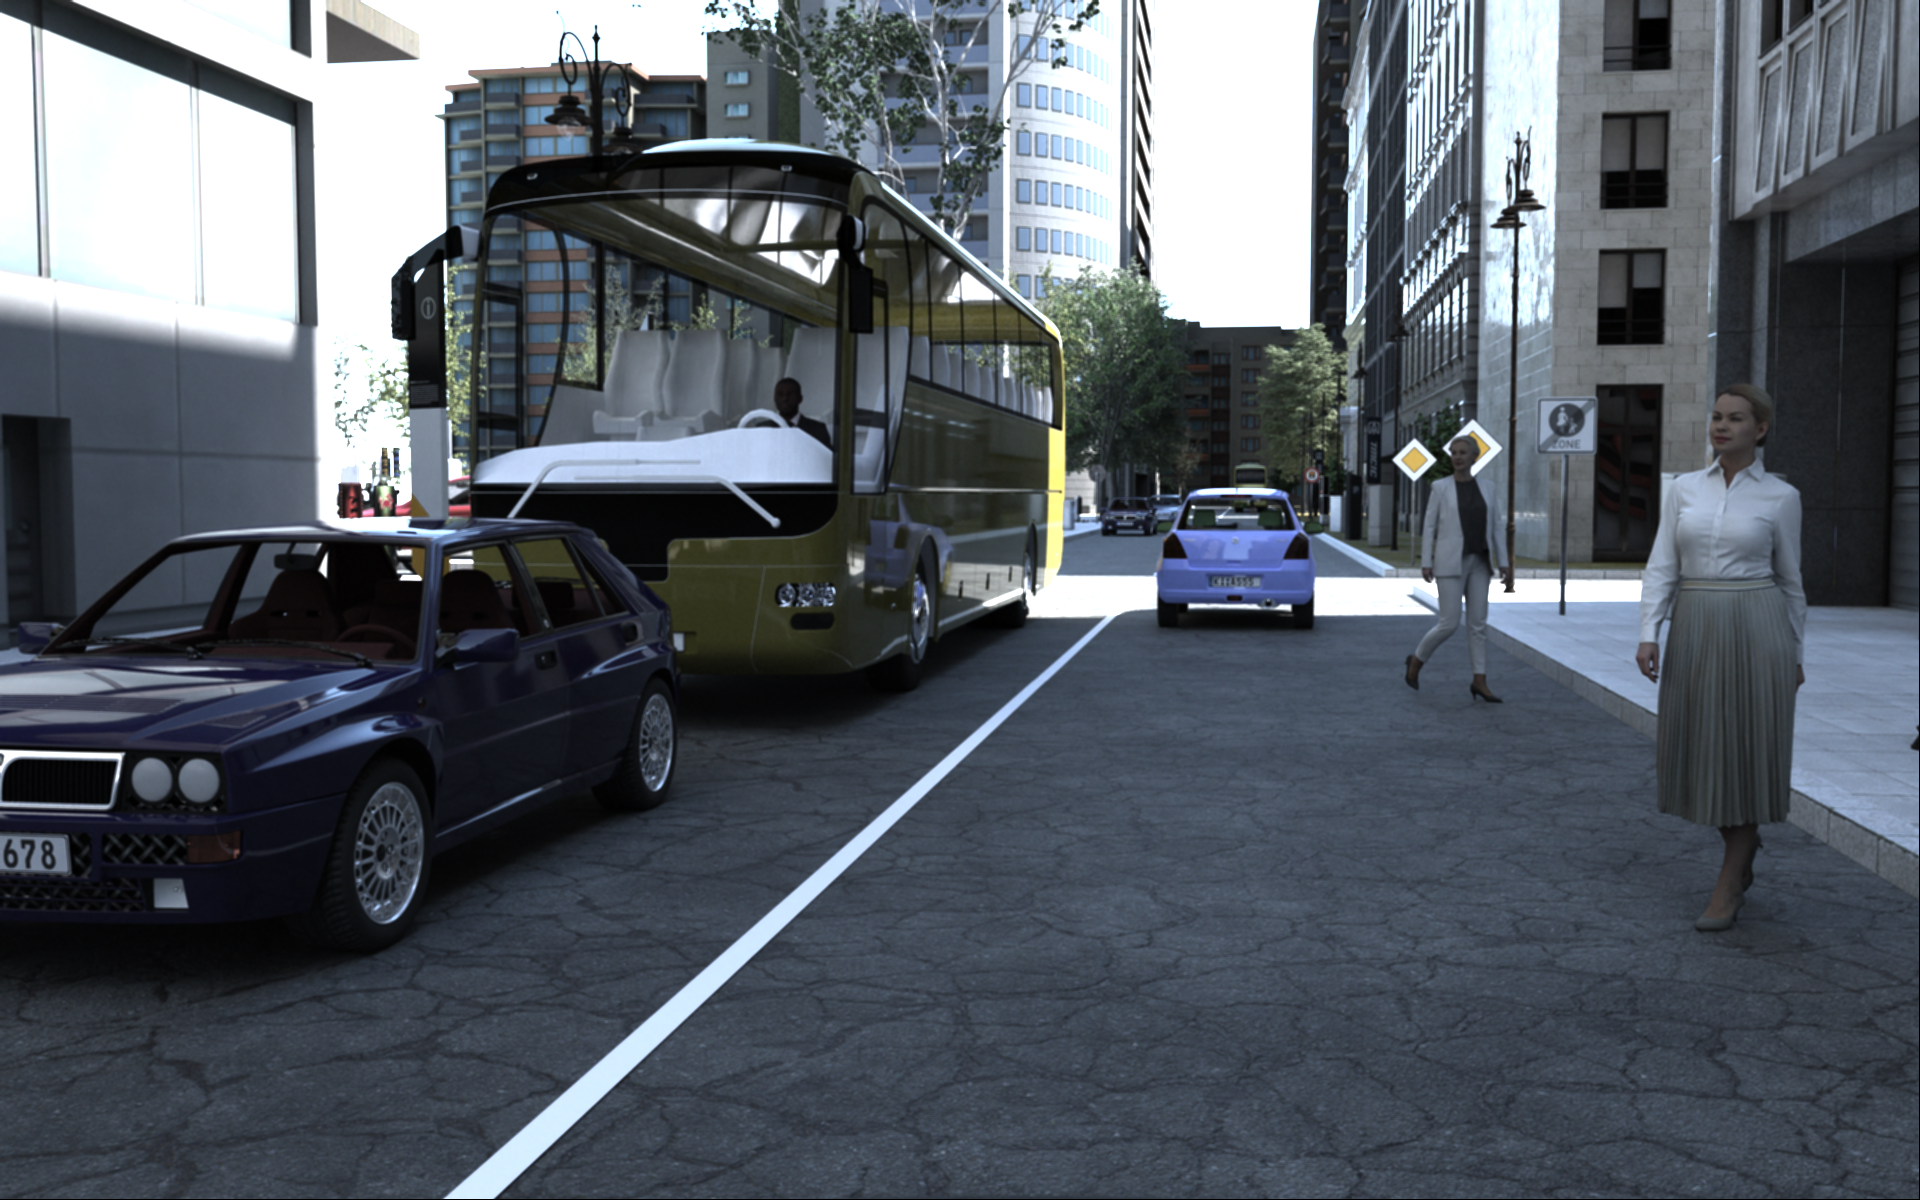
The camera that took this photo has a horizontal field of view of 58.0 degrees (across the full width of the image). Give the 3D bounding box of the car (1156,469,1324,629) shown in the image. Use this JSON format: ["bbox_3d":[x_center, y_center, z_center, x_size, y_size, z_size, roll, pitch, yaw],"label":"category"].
[{"bbox_3d":[3.191,-0.628,19.861,1.945,1.707,3.694,1,4,10],"label":"car"}]

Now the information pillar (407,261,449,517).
[{"bbox_3d":[-5.141,-1.555,16.781,0.504,3.616,0.183,2,4,34],"label":"information pillar"}]

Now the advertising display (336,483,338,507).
[{"bbox_3d":[-34.300,-5.571,96.296,0.974,1.923,0.123,-2,4,-28],"label":"advertising display"}]

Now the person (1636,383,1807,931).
[{"bbox_3d":[2.614,0.175,5.872,0.641,1.798,0.478,-3,5,-43],"label":"person"}]

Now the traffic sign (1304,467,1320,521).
[{"bbox_3d":[16.658,-5.010,82.017,0.768,2.556,0.104,1,4,13],"label":"traffic sign"}]

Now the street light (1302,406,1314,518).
[{"bbox_3d":[18.418,-7.230,90.998,0.468,5.910,1.993,1,4,9],"label":"street light"}]

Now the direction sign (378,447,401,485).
[{"bbox_3d":[-27.201,-5.553,82.795,0.876,3.537,0.379,-1,4,-17],"label":"direction sign"}]

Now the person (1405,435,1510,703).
[{"bbox_3d":[3.487,-0.232,12.167,0.514,1.842,0.818,-2,4,-29],"label":"person"}]

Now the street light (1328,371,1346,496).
[{"bbox_3d":[14.208,-5.644,65.062,0.468,5.910,1.993,1,4,9],"label":"street light"}]

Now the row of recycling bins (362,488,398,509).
[{"bbox_3d":[-37.986,-6.405,111.828,1.069,1.692,3.534,3,5,39],"label":"row of recycling bins"}]

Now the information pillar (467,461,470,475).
[{"bbox_3d":[-31.995,-7.448,113.128,0.504,3.616,0.183,3,4,39],"label":"information pillar"}]

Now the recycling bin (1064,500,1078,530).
[{"bbox_3d":[3.671,-3.000,61.605,0.722,1.027,0.722,1,4,14],"label":"recycling bin"}]

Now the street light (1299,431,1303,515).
[{"bbox_3d":[20.663,-8.043,104.297,0.468,5.910,1.993,1,4,9],"label":"street light"}]

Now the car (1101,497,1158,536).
[{"bbox_3d":[5.953,-2.936,60.588,1.945,1.354,3.894,1,4,11],"label":"car"}]

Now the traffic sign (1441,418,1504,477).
[{"bbox_3d":[6.795,-1.186,23.027,0.795,2.450,0.064,1,4,9],"label":"traffic sign"}]

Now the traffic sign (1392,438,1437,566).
[{"bbox_3d":[8.095,-1.668,30.906,0.795,2.450,0.064,1,4,9],"label":"traffic sign"}]

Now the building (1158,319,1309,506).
[{"bbox_3d":[26.554,-22.013,204.949,28.899,21.520,27.650,1,4,9],"label":"building"}]

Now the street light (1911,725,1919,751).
[{"bbox_3d":[4.874,-2.185,8.512,0.468,5.910,1.993,1,4,9],"label":"street light"}]

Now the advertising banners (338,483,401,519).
[{"bbox_3d":[-8.530,-1.718,24.278,0.090,3.025,2.074,1,4,19],"label":"advertising banners"}]

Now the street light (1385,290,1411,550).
[{"bbox_3d":[9.913,-4.071,39.355,0.468,5.910,1.993,1,4,9],"label":"street light"}]

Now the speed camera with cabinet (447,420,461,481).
[{"bbox_3d":[-13.463,-3.218,46.951,0.660,3.252,2.038,2,4,28],"label":"speed camera with cabinet"}]

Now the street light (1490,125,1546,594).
[{"bbox_3d":[7.111,-3.024,22.228,0.468,5.910,1.993,1,4,9],"label":"street light"}]

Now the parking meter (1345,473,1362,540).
[{"bbox_3d":[11.009,-2.613,48.432,0.399,1.863,0.255,-1,4,-20],"label":"parking meter"}]

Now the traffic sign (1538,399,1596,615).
[{"bbox_3d":[6.393,-0.990,18.318,0.606,2.300,0.079,1,4,11],"label":"traffic sign"}]

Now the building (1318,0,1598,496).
[{"bbox_3d":[39.119,-29.241,132.718,22.147,44.769,28.867,1,4,9],"label":"building"}]

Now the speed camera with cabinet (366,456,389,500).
[{"bbox_3d":[-30.381,-5.780,88.845,2.038,3.252,0.660,-2,4,-32],"label":"speed camera with cabinet"}]

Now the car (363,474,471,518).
[{"bbox_3d":[-8.206,-1.308,30.067,5.304,1.827,2.281,1,4,10],"label":"car"}]

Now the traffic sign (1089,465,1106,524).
[{"bbox_3d":[5.924,-4.568,74.798,0.768,2.556,0.104,1,4,12],"label":"traffic sign"}]

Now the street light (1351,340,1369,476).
[{"bbox_3d":[12.016,-4.855,52.168,0.468,5.910,1.993,1,4,9],"label":"street light"}]

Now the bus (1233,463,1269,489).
[{"bbox_3d":[23.128,-8.946,137.820,2.896,3.916,12.252,1,4,10],"label":"bus"}]

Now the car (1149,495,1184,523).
[{"bbox_3d":[8.576,-3.686,72.262,2.014,1.417,4.499,1,4,10],"label":"car"}]

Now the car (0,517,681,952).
[{"bbox_3d":[-2.430,0.356,6.754,1.945,1.354,3.894,1,4,10],"label":"car"}]

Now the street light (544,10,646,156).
[{"bbox_3d":[-3.578,-2.717,17.205,0.468,5.910,1.993,1,4,9],"label":"street light"}]

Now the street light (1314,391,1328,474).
[{"bbox_3d":[16.320,-6.427,77.875,0.468,5.910,1.993,1,4,9],"label":"street light"}]

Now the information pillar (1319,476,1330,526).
[{"bbox_3d":[14.721,-4.002,69.931,0.304,2.012,0.304,-1,4,-10],"label":"information pillar"}]

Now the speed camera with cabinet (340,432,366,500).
[{"bbox_3d":[-19.756,-3.781,56.162,0.660,3.252,2.038,-1,4,-17],"label":"speed camera with cabinet"}]

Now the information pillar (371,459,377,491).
[{"bbox_3d":[-38.736,-7.534,114.540,0.504,3.616,0.183,2,4,31],"label":"information pillar"}]

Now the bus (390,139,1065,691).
[{"bbox_3d":[-0.928,-1.493,15.966,2.896,3.916,12.252,1,4,10],"label":"bus"}]
